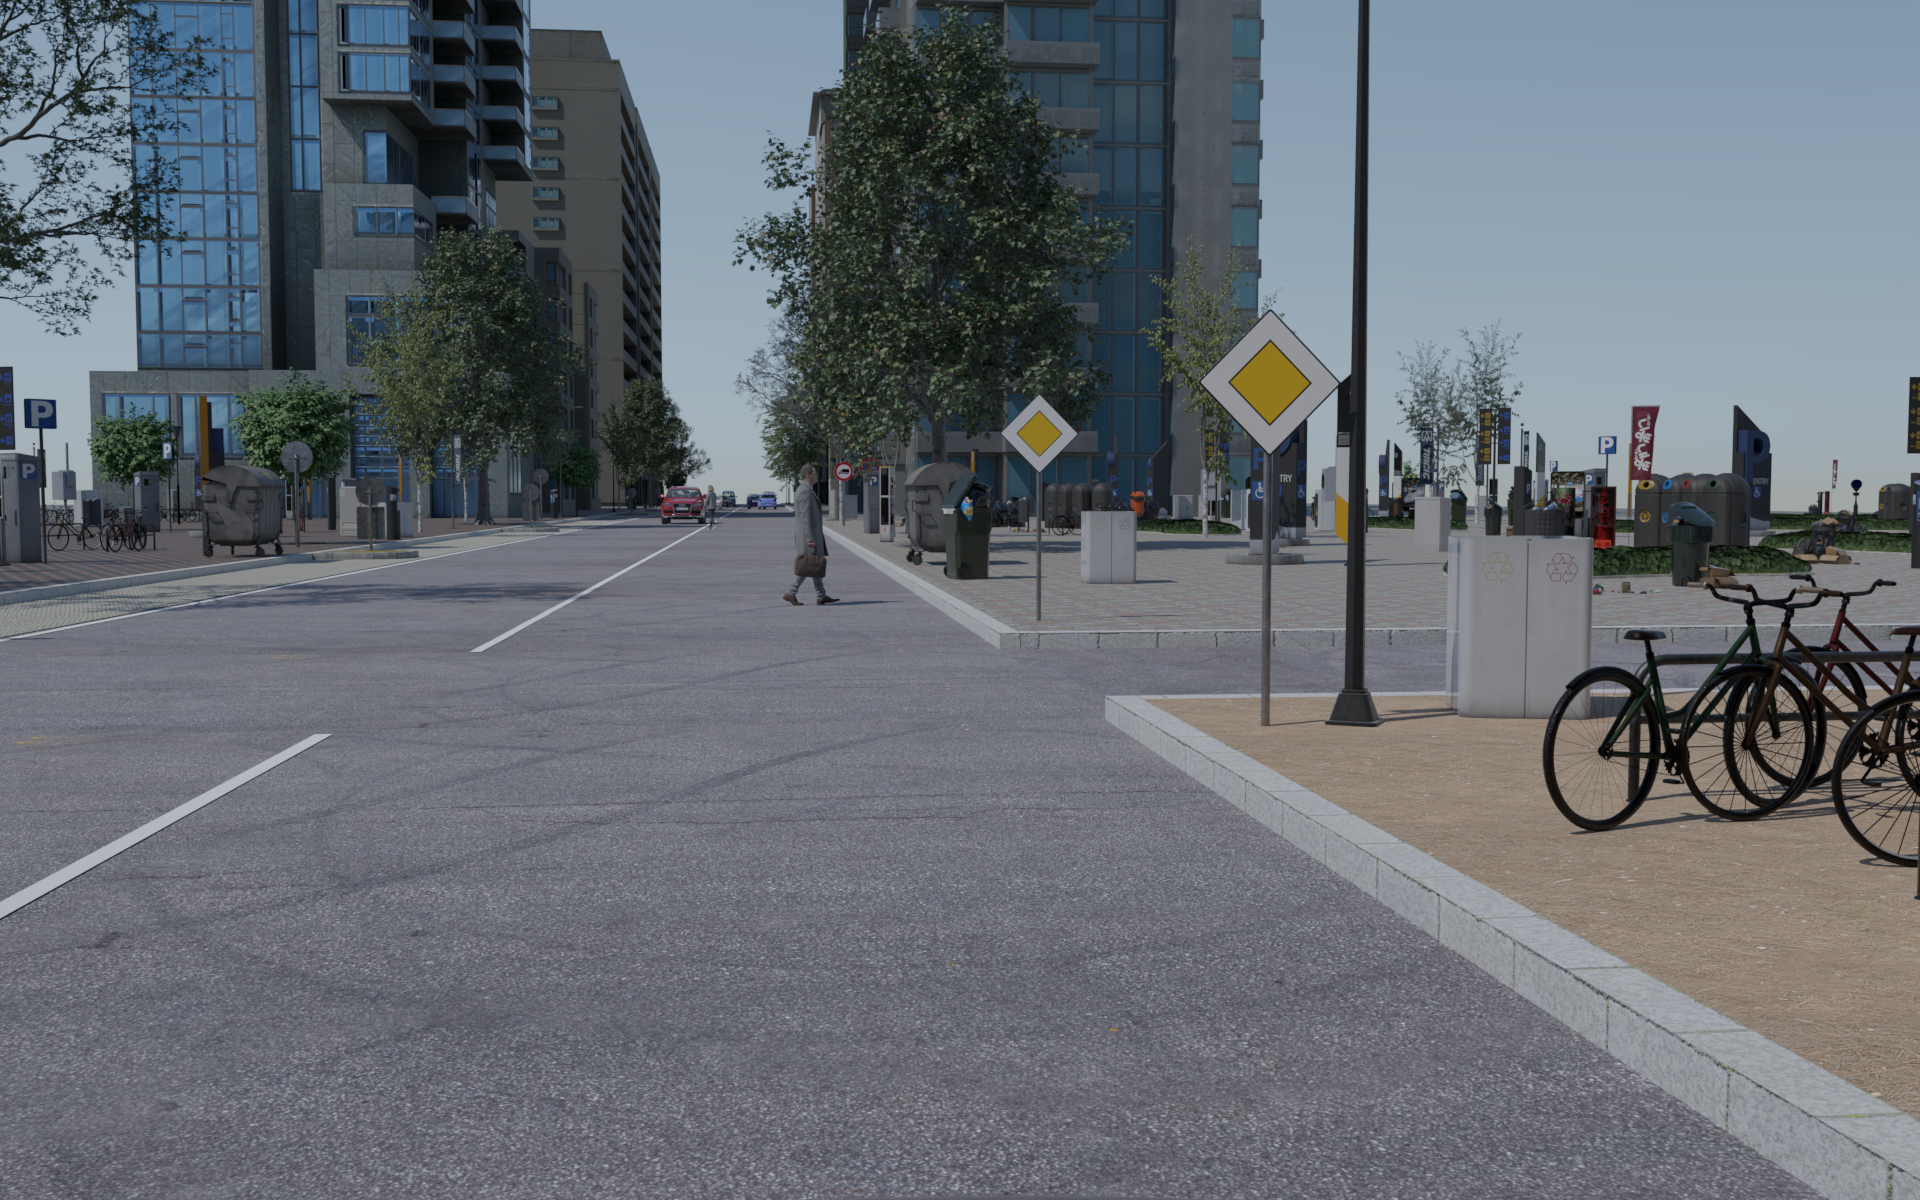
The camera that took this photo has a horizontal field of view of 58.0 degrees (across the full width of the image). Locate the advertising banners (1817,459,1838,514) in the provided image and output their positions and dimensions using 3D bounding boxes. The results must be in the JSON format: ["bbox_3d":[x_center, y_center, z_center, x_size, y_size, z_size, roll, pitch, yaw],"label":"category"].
[{"bbox_3d":[44.344,-5.649,88.555,0.090,3.025,2.074,0,4,2],"label":"advertising banners"}]

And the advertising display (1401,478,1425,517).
[{"bbox_3d":[17.840,-3.852,68.201,0.974,1.923,0.123,-1,4,-15],"label":"advertising display"}]

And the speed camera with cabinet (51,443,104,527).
[{"bbox_3d":[-34.288,-4.462,67.292,0.660,3.252,2.038,1,4,16],"label":"speed camera with cabinet"}]

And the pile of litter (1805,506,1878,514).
[{"bbox_3d":[25.151,-2.150,49.116,1.176,0.858,1.719,-3,4,-38],"label":"pile of litter"}]

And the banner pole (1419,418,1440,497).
[{"bbox_3d":[15.507,-4.098,57.025,0.863,3.779,0.401,-1,4,-9],"label":"banner pole"}]

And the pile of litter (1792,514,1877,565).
[{"bbox_3d":[15.930,-1.105,32.035,1.176,0.858,1.719,-2,4,-30],"label":"pile of litter"}]

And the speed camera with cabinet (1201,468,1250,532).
[{"bbox_3d":[9.629,-4.119,61.685,2.038,3.252,0.660,1,4,13],"label":"speed camera with cabinet"}]

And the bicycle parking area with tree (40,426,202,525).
[{"bbox_3d":[-35.013,-5.386,75.057,9.016,4.147,8.231,-2,4,-30],"label":"bicycle parking area with tree"}]

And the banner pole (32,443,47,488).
[{"bbox_3d":[-44.892,-5.775,84.444,0.401,3.779,0.863,2,4,25],"label":"banner pole"}]

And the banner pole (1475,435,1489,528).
[{"bbox_3d":[19.506,-4.561,64.586,0.863,3.779,0.401,-2,4,-31],"label":"banner pole"}]

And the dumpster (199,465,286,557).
[{"bbox_3d":[-14.800,-1.835,35.754,1.264,1.857,1.865,0,4,-6],"label":"dumpster"}]

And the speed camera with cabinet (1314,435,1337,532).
[{"bbox_3d":[12.549,-3.962,59.107,0.660,3.252,2.038,0,4,3],"label":"speed camera with cabinet"}]

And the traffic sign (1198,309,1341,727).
[{"bbox_3d":[1.685,-0.359,9.514,0.795,2.450,0.064,0,4,-6],"label":"traffic sign"}]

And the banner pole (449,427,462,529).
[{"bbox_3d":[-18.752,-4.550,64.410,0.863,3.779,0.401,3,5,42],"label":"banner pole"}]

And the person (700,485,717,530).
[{"bbox_3d":[-9.973,-3.693,69.065,0.728,1.800,0.709,3,5,44],"label":"person"}]

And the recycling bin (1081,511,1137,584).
[{"bbox_3d":[2.147,-0.764,25.038,0.722,1.027,0.722,0,4,-3],"label":"recycling bin"}]

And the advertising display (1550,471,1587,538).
[{"bbox_3d":[17.050,-2.653,48.591,0.974,1.923,0.123,3,4,39],"label":"advertising display"}]

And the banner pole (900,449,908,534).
[{"bbox_3d":[-1.702,-3.990,55.254,0.401,3.779,0.863,0,4,-3],"label":"banner pole"}]

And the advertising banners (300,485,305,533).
[{"bbox_3d":[-21.931,-3.769,57.806,0.090,3.025,2.074,-2,4,-24],"label":"advertising banners"}]

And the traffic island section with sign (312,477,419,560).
[{"bbox_3d":[-13.177,-1.830,38.556,1.989,1.847,2.006,0,4,-6],"label":"traffic island section with sign"}]

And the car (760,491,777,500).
[{"bbox_3d":[-25.827,-13.776,233.915,2.281,1.827,5.304,0,4,-7],"label":"car"}]

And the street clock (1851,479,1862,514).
[{"bbox_3d":[43.963,-4.918,84.980,0.471,2.002,0.358,1,4,11],"label":"street clock"}]

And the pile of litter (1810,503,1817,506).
[{"bbox_3d":[38.914,-3.952,78.578,1.719,0.858,1.176,0,4,6],"label":"pile of litter"}]

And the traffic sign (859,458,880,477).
[{"bbox_3d":[-3.023,-3.559,58.302,0.768,2.556,0.104,0,4,-5],"label":"traffic sign"}]

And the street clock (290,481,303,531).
[{"bbox_3d":[-22.739,-3.354,59.403,0.471,2.002,0.358,-2,4,-32],"label":"street clock"}]

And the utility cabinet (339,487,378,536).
[{"bbox_3d":[-18.094,-2.661,52.185,1.173,1.500,0.318,1,4,15],"label":"utility cabinet"}]

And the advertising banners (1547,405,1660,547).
[{"bbox_3d":[12.815,-2.346,34.552,2.074,3.025,0.090,1,4,22],"label":"advertising banners"}]

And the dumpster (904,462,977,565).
[{"bbox_3d":[-0.335,-1.592,31.781,1.264,1.857,1.865,0,4,-7],"label":"dumpster"}]

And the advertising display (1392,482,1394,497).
[{"bbox_3d":[23.479,-5.381,93.189,0.123,1.923,0.974,3,4,36],"label":"advertising display"}]

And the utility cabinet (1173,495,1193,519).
[{"bbox_3d":[11.613,-4.827,90.075,1.020,1.237,0.306,-1,4,-10],"label":"utility cabinet"}]

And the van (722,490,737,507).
[{"bbox_3d":[-26.351,-11.628,197.129,2.013,2.044,4.112,0,4,-7],"label":"van"}]

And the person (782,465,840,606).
[{"bbox_3d":[-1.920,-0.841,22.355,0.767,1.812,0.694,-1,4,-9],"label":"person"}]

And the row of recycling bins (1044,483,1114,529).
[{"bbox_3d":[4.387,-3.501,64.355,1.069,1.692,3.534,-3,4,-36],"label":"row of recycling bins"}]

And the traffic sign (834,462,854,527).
[{"bbox_3d":[-4.582,-4.178,68.418,0.768,2.556,0.104,0,4,0],"label":"traffic sign"}]

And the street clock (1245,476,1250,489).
[{"bbox_3d":[11.754,-3.998,69.931,0.471,2.002,0.358,0,4,4],"label":"street clock"}]

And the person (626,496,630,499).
[{"bbox_3d":[-32.706,-9.962,171.244,0.599,1.838,0.709,3,5,44],"label":"person"}]

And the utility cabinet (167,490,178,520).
[{"bbox_3d":[-39.270,-4.758,86.472,0.318,1.500,1.173,-1,4,-11],"label":"utility cabinet"}]

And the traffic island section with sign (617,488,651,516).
[{"bbox_3d":[-21.794,-6.523,115.281,1.989,1.847,2.006,0,4,-6],"label":"traffic island section with sign"}]

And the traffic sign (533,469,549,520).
[{"bbox_3d":[-20.988,-5.299,86.749,0.768,2.556,0.104,0,4,-4],"label":"traffic sign"}]

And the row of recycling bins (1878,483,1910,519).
[{"bbox_3d":[36.325,-3.677,67.225,1.069,1.692,3.534,2,4,23],"label":"row of recycling bins"}]

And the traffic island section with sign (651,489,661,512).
[{"bbox_3d":[-24.813,-8.161,142.067,1.989,1.847,2.006,0,4,-6],"label":"traffic island section with sign"}]

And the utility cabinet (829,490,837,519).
[{"bbox_3d":[-6.419,-4.897,88.741,0.318,1.500,1.173,1,4,11],"label":"utility cabinet"}]

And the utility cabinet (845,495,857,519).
[{"bbox_3d":[-5.878,-4.853,90.514,1.020,1.237,0.306,-2,4,-30],"label":"utility cabinet"}]

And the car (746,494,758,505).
[{"bbox_3d":[-27.089,-13.363,227.287,1.959,1.807,4.718,0,4,-5],"label":"car"}]

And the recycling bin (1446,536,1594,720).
[{"bbox_3d":[3.279,0.144,10.198,0.722,1.027,0.722,1,4,8],"label":"recycling bin"}]

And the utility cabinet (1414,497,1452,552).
[{"bbox_3d":[10.618,-1.697,38.902,0.306,1.237,1.020,-1,4,-18],"label":"utility cabinet"}]

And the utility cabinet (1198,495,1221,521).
[{"bbox_3d":[11.654,-4.259,80.803,1.020,1.237,0.306,1,4,19],"label":"utility cabinet"}]

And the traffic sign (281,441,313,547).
[{"bbox_3d":[-15.931,-2.539,41.612,0.768,2.556,0.104,0,4,1],"label":"traffic sign"}]

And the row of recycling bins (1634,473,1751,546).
[{"bbox_3d":[14.817,-1.711,35.093,1.069,1.692,3.534,0,4,-6],"label":"row of recycling bins"}]

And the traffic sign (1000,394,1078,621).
[{"bbox_3d":[0.793,-0.844,17.449,0.795,2.450,0.064,0,4,-6],"label":"traffic sign"}]

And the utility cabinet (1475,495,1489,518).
[{"bbox_3d":[28.151,-4.996,92.843,1.020,1.237,0.306,0,4,5],"label":"utility cabinet"}]

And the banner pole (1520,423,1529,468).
[{"bbox_3d":[19.706,-4.313,60.527,0.401,3.779,0.863,0,4,-5],"label":"banner pole"}]

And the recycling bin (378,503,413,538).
[{"bbox_3d":[-16.685,-2.365,51.228,0.722,1.027,0.722,2,4,32],"label":"recycling bin"}]

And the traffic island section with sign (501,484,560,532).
[{"bbox_3d":[-16.183,-3.469,65.344,1.989,1.847,2.006,0,4,-6],"label":"traffic island section with sign"}]
